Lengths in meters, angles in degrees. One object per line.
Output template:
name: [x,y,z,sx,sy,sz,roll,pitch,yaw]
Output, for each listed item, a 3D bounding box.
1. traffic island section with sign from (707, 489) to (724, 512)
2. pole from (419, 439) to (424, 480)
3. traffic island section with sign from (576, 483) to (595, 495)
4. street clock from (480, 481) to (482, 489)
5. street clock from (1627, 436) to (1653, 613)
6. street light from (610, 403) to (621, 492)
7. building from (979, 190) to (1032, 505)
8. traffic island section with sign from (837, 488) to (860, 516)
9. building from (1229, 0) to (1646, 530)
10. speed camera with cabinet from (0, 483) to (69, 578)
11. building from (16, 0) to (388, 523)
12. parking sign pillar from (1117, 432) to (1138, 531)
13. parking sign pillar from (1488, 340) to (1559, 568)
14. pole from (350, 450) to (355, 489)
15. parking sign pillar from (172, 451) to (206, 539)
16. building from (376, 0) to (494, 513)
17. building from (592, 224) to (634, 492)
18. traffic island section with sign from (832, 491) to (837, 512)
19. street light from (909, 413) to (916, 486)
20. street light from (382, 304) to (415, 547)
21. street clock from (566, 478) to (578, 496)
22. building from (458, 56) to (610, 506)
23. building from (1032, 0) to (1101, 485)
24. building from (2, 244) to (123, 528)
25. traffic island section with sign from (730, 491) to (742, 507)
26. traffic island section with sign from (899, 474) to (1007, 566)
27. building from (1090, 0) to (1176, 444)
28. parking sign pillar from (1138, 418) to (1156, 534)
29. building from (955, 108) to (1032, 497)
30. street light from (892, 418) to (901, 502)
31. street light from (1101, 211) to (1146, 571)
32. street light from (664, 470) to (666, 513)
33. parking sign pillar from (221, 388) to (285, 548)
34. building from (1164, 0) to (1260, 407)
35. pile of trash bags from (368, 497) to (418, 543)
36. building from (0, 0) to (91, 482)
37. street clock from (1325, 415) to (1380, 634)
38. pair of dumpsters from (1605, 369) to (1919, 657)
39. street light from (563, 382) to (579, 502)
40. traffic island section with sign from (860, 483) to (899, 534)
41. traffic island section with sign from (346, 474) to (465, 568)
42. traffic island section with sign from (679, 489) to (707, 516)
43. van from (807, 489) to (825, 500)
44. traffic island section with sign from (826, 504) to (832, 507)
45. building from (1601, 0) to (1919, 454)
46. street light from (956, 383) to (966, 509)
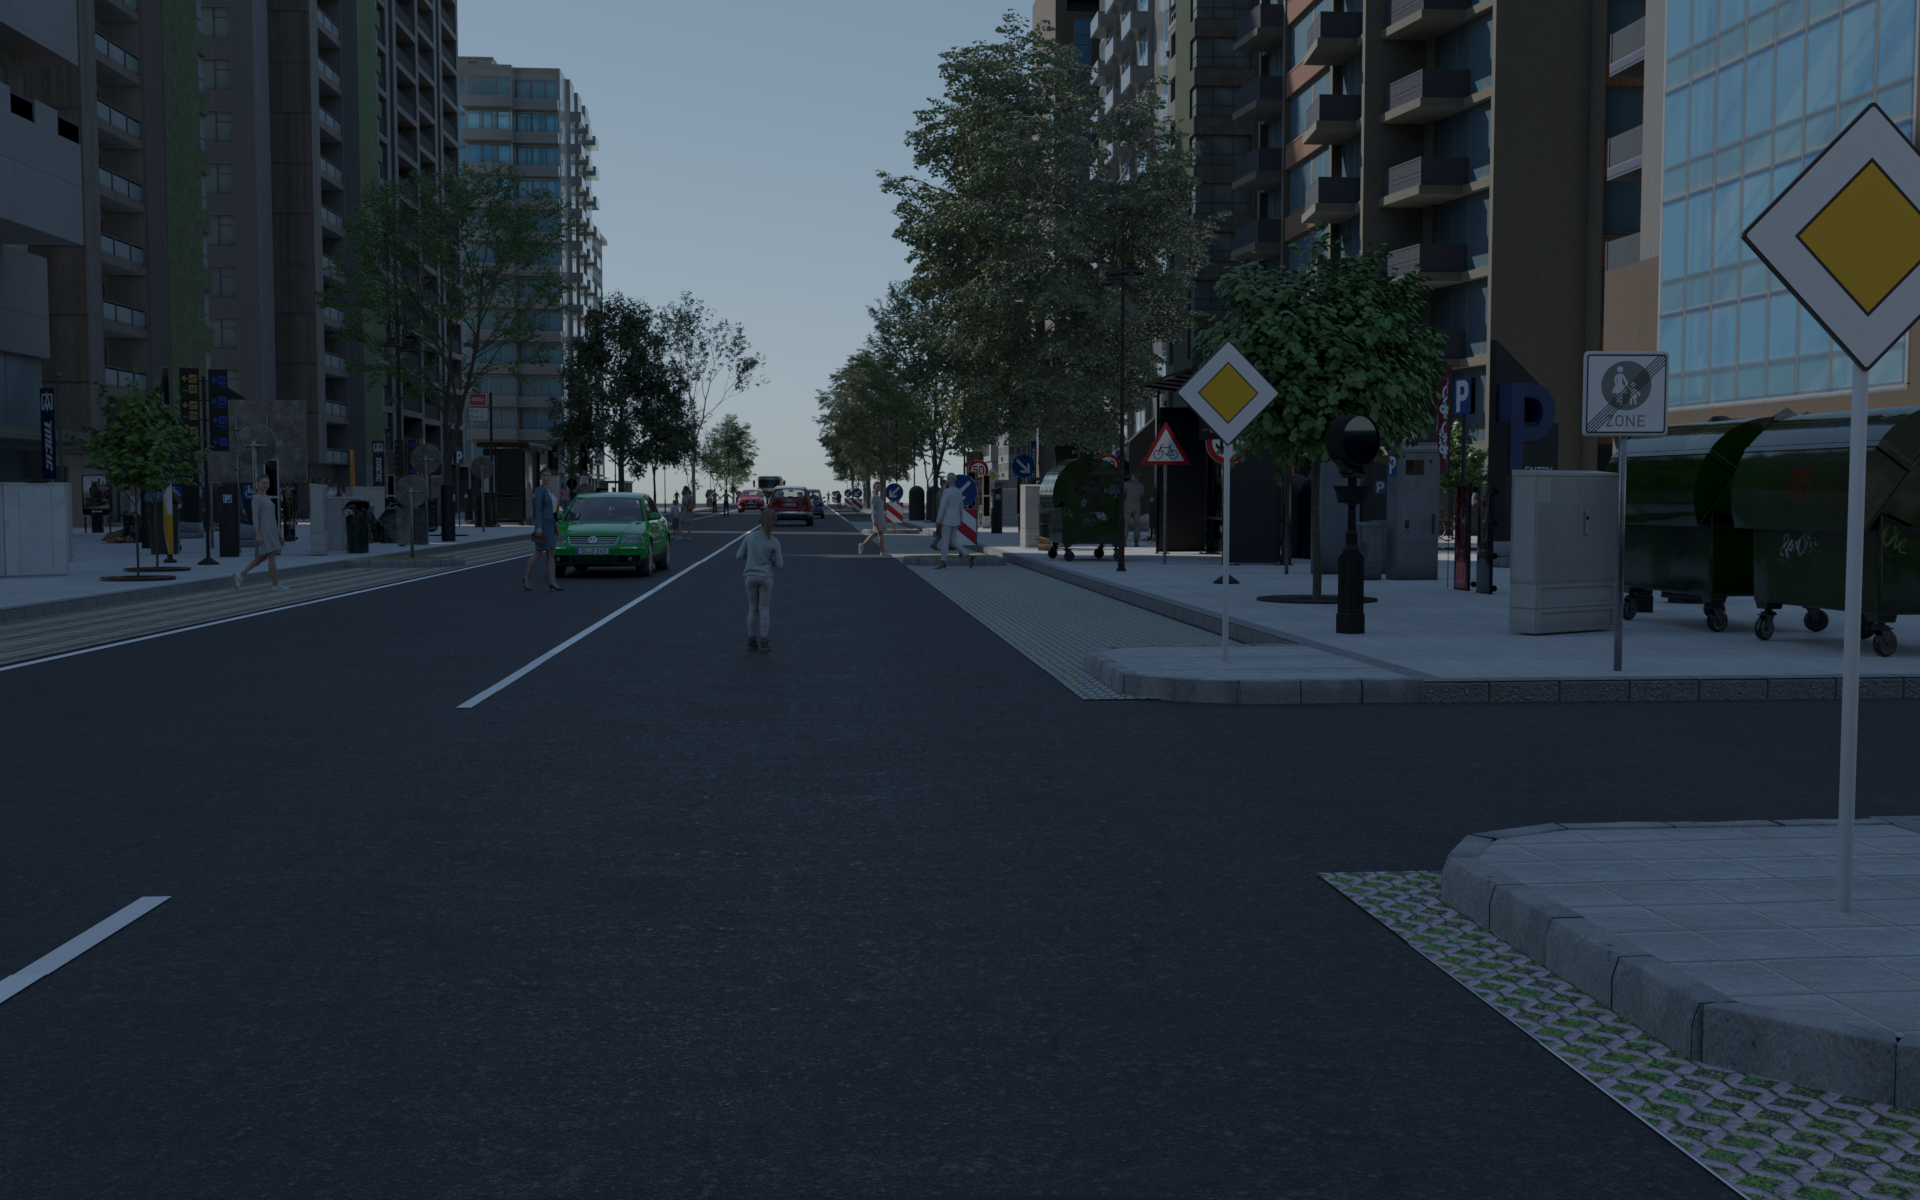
traffic island section with sign: [-19.935,-7.966,138.873,1.989,1.847,2.006,0,4,-5]
pole: [-19.783,-4.276,63.763,0.158,3.312,0.155,0,3,0]
traffic island section with sign: [-13.267,-3.230,61.440,1.989,1.847,2.006,0,4,-5]
street clock: [-23.578,-4.976,85.925,0.471,2.002,0.358,2,4,33]
street clock: [7.428,-0.868,18.765,0.471,2.002,0.358,1,4,18]
street light: [-17.624,-7.079,88.536,0.468,5.910,1.993,0,4,-5]
building: [17.508,-31.657,209.474,32.217,40.220,23.993,0,4,-5]
traffic island section with sign: [-6.750,-6.316,111.892,1.989,1.847,2.006,0,4,-5]
building: [23.515,-25.491,71.397,22.147,44.769,28.867,0,4,-5]
speed camera with cabinet: [-14.810,-1.963,26.432,0.660,3.252,2.038,3,5,40]
building: [-39.437,-24.957,91.644,14.154,41.232,14.086,0,4,-5]
parking sign pillar: [6.278,-4.442,61.095,1.447,3.967,1.447,-3,5,-39]
parking sign pillar: [9.945,-2.575,30.566,1.447,3.967,1.447,-2,4,-29]
pole: [-27.943,-5.252,79.709,0.158,3.312,0.155,0,3,0]
parking sign pillar: [-22.709,-3.775,50.198,1.447,3.967,1.447,-1,4,-10]
building: [-46.300,-42.210,128.382,20.563,71.187,20.611,0,4,-5]
building: [-59.301,-32.553,224.124,32.217,40.220,23.993,0,4,-5]
traffic island section with sign: [-9.115,-7.995,139.338,1.989,1.847,2.006,0,4,-5]
street light: [-2.305,-7.016,87.501,0.468,5.910,1.993,0,4,-5]
street light: [-13.658,-4.248,42.236,0.468,5.910,1.993,0,4,-5]
street clock: [-17.744,-4.568,79.253,0.471,2.002,0.358,0,4,-3]
building: [-53.099,-35.320,197.084,23.786,49.044,30.456,0,4,-5]
building: [13.733,-30.215,144.133,14.600,45.320,14.200,0,4,-5]
building: [-39.046,-23.486,67.589,14.154,41.232,14.086,0,4,-5]
traffic island section with sign: [-24.652,-11.315,193.622,1.989,1.847,2.006,0,4,-5]
traffic island section with sign: [-0.148,-1.628,35.243,1.989,1.847,2.006,0,4,-5]
building: [21.384,-30.700,121.555,23.786,49.044,30.456,0,4,-5]
parking sign pillar: [6.873,-4.134,56.068,1.447,3.967,1.447,-2,4,-34]
building: [13.766,-39.469,234.560,28.713,52.752,27.495,0,4,-5]
street light: [-3.861,-8.126,105.641,0.468,5.910,1.993,0,4,-5]
street light: [2.681,-3.414,28.606,0.468,5.910,1.993,0,4,-5]
street light: [-20.069,-8.866,117.745,0.468,5.910,1.993,0,4,-5]
parking sign pillar: [-17.248,-3.281,42.123,1.447,3.967,1.447,-1,4,-14]
building: [18.671,-19.993,98.591,14.160,30.474,14.107,0,4,-5]
pile of trash bags: [-15.269,-2.238,46.351,1.912,1.369,3.447,0,4,3]
building: [-38.406,-27.475,38.450,28.713,52.752,27.495,0,4,-5]
street clock: [3.595,-0.693,15.894,0.471,2.002,0.358,-2,4,-30]
pair of dumpsters: [7.509,-0.802,15.604,1.574,2.255,4.437,0,4,-5]
street light: [-16.106,-6.056,71.810,0.468,5.910,1.993,0,4,-5]
traffic island section with sign: [-2.515,-3.305,62.661,1.989,1.847,2.006,0,4,-5]
traffic island section with sign: [-10.929,-1.572,34.335,1.989,1.847,2.006,0,4,-5]
traffic island section with sign: [-17.619,-6.320,111.962,1.989,1.847,2.006,0,4,-5]
van: [-11.801,-8.058,138.762,2.013,2.044,4.112,0,4,-4]
traffic island section with sign: [-13.905,-11.398,194.988,1.989,1.847,2.006,0,4,-5]
building: [23.438,-23.549,35.142,14.200,45.320,14.600,0,4,-5]
street light: [0.151,-5.226,58.235,0.468,5.910,1.993,0,4,-5]
